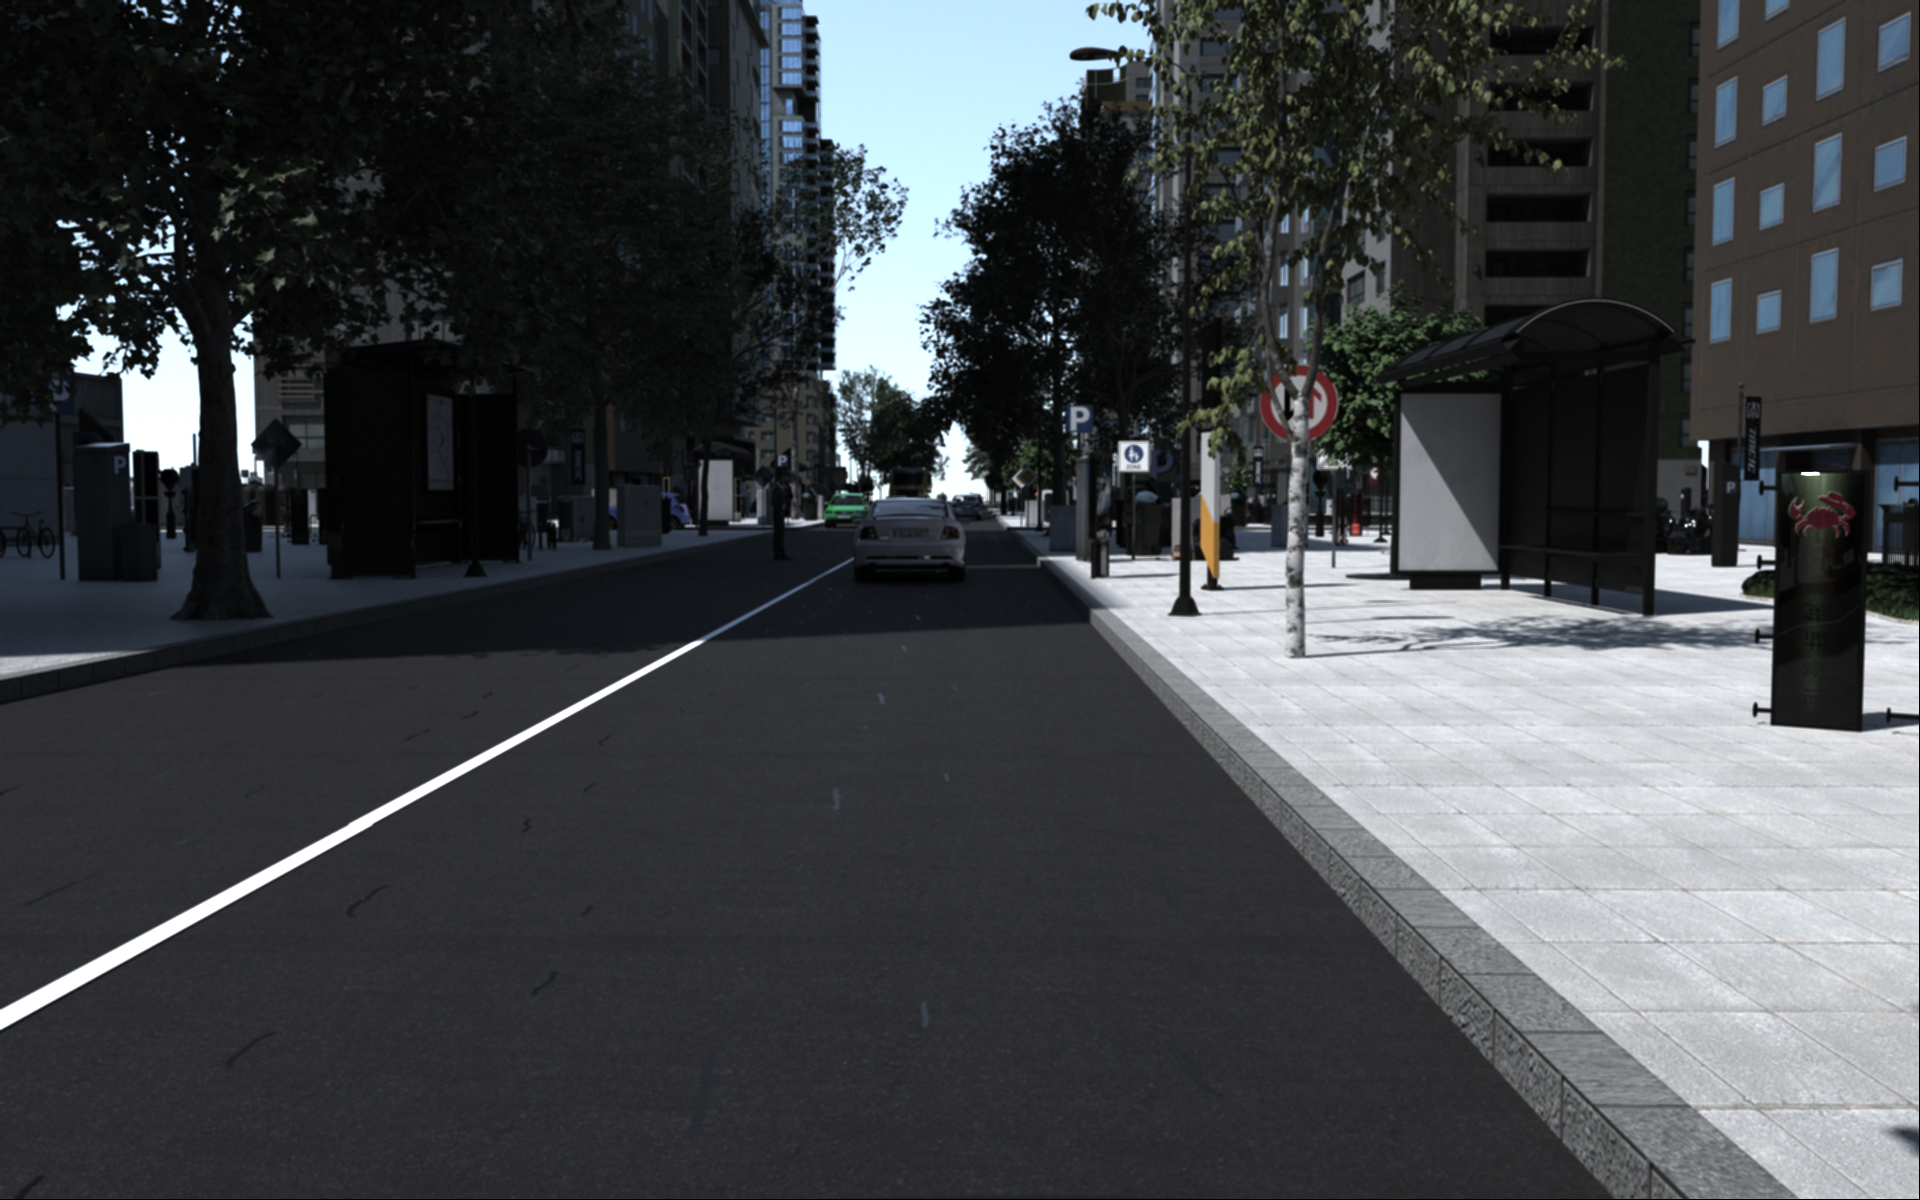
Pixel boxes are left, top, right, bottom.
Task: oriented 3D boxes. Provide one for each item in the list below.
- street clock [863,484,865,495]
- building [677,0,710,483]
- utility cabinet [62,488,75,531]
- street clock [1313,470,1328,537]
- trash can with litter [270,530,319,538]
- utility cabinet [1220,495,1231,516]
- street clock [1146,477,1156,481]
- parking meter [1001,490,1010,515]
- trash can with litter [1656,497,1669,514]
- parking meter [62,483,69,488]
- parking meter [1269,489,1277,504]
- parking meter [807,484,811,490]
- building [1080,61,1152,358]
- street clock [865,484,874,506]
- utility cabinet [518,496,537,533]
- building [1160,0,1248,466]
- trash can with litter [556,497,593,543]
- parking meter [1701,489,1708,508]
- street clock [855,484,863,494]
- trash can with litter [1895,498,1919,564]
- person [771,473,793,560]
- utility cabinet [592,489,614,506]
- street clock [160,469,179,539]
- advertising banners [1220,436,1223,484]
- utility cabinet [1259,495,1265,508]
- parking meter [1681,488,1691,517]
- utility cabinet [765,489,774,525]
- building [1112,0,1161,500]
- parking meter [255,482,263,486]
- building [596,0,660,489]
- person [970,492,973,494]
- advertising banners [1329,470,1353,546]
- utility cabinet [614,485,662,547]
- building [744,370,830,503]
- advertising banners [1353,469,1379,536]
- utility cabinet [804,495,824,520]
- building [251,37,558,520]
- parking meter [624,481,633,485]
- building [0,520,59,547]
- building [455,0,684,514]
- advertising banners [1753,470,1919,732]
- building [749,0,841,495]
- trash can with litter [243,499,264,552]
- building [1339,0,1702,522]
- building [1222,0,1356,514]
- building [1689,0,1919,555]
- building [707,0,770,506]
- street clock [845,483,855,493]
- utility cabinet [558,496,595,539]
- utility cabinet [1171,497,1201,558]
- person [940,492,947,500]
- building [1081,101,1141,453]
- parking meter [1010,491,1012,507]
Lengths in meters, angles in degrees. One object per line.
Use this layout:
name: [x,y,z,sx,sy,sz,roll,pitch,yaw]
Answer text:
street clock: [-6.947,-7.467,126.658,0.471,2.002,0.358,-1,4,-17]
building: [-30.919,-43.716,153.001,20.563,71.187,20.611,0,4,0]
utility cabinet: [-29.801,-3.068,58.843,1.173,1.500,0.318,-3,4,-36]
street clock: [10.789,-2.894,51.888,0.358,2.002,0.471,-1,4,-23]
trash can with litter: [-19.685,-2.484,51.672,1.678,1.210,2.233,-1,4,-21]
utility cabinet: [15.290,-5.349,98.615,1.020,1.237,0.306,0,4,1]
street clock: [8.117,-4.233,73.785,0.471,2.002,0.358,2,4,23]
parking meter: [2.747,-6.115,108.394,0.372,1.533,0.369,0,3,0]
trash can with litter: [23.901,-2.904,58.871,0.624,1.170,1.055,0,4,4]
parking meter: [-45.657,-5.050,88.285,0.399,1.863,0.255,0,4,2]
parking meter: [16.346,-5.017,90.440,0.372,1.533,0.369,0,3,0]
parking meter: [-8.681,-5.812,100.745,0.399,1.863,0.255,3,4,38]
building: [28.828,-52.162,291.104,20.563,71.187,20.611,0,4,0]
street clock: [-6.425,-7.390,125.389,0.358,2.002,0.471,1,4,18]
utility cabinet: [-14.317,-2.790,56.775,1.020,1.237,0.306,2,4,33]
building: [28.876,-37.722,158.755,21.231,58.520,28.212,0,4,0]
trash can with litter: [-10.305,-2.183,46.754,1.678,1.210,2.233,2,4,27]
parking meter: [38.865,-5.022,90.519,0.372,1.533,0.369,0,3,0]
street clock: [-7.486,-7.394,125.454,0.471,2.002,0.358,-1,4,-16]
trash can with litter: [15.892,-1.090,28.883,1.678,1.210,2.233,1,4,15]
person: [-3.885,-1.843,38.002,0.474,1.900,0.648,0,4,-2]
utility cabinet: [-15.324,-4.058,75.027,1.173,1.500,0.318,-1,4,-18]
street clock: [-22.740,-2.771,49.870,0.471,2.002,0.358,1,4,19]
advertising banners: [6.606,-3.033,45.775,0.090,3.025,2.074,2,4,29]
utility cabinet: [15.558,-4.775,89.237,0.306,1.237,1.020,1,4,13]
parking meter: [29.150,-3.739,69.544,0.372,1.533,0.369,0,3,0]
utility cabinet: [-7.730,-3.866,71.893,0.318,1.500,1.173,1,4,12]
building: [29.151,-53.533,187.928,22.319,86.520,31.000,0,4,0]
parking meter: [-34.327,-4.844,84.917,0.255,1.863,0.399,2,4,27]
building: [-27.610,-28.185,110.935,14.600,45.320,14.200,0,4,0]
person: [1.666,-15.845,267.439,0.709,1.838,0.599,-3,4,-39]
advertising banners: [9.392,-2.860,42.941,0.090,3.025,2.074,2,4,24]
utility cabinet: [-7.796,-2.047,42.155,0.318,1.500,1.173,3,4,38]
building: [-34.230,-25.173,256.620,27.650,21.520,28.899,0,4,0]
advertising banners: [12.118,-3.477,53.035,0.090,3.025,2.074,-2,4,-34]
utility cabinet: [-7.349,-4.651,87.207,1.020,1.237,0.306,1,4,15]
building: [-26.974,-24.793,88.953,14.154,41.232,14.086,0,4,0]
parking meter: [-15.045,-4.455,78.555,0.399,1.863,0.255,0,4,3]
building: [-35.391,-27.081,32.006,27.495,52.752,28.713,0,4,0]
building: [-29.584,-27.497,133.177,14.154,41.232,14.086,0,4,0]
advertising banners: [5.258,-0.780,8.948,2.074,3.025,0.090,3,4,38]
building: [-30.508,-59.447,284.636,22.319,86.520,31.000,0,4,0]
trash can with litter: [-15.923,-1.641,38.212,1.055,1.170,0.624,-1,4,-10]
building: [27.287,-19.217,85.908,14.107,30.474,14.160,0,4,0]
building: [31.875,-30.777,122.815,23.786,49.044,30.456,0,4,0]
building: [26.321,-23.717,37.885,14.600,45.320,14.200,0,4,0]
building: [-35.082,-36.007,177.951,28.713,52.752,27.495,0,4,0]
street clock: [-7.345,-6.708,114.246,0.471,2.002,0.358,-1,4,-19]
utility cabinet: [-11.059,-2.375,50.000,1.020,1.237,0.306,0,4,-1]
utility cabinet: [4.586,-1.453,34.911,0.306,1.237,1.020,2,4,30]
person: [-2.261,-13.680,232.850,0.721,1.739,1.217,3,5,44]
building: [29.187,-44.315,266.556,21.231,58.520,28.212,0,4,0]
parking meter: [3.951,-7.927,138.009,0.372,1.533,0.369,0,3,0]
